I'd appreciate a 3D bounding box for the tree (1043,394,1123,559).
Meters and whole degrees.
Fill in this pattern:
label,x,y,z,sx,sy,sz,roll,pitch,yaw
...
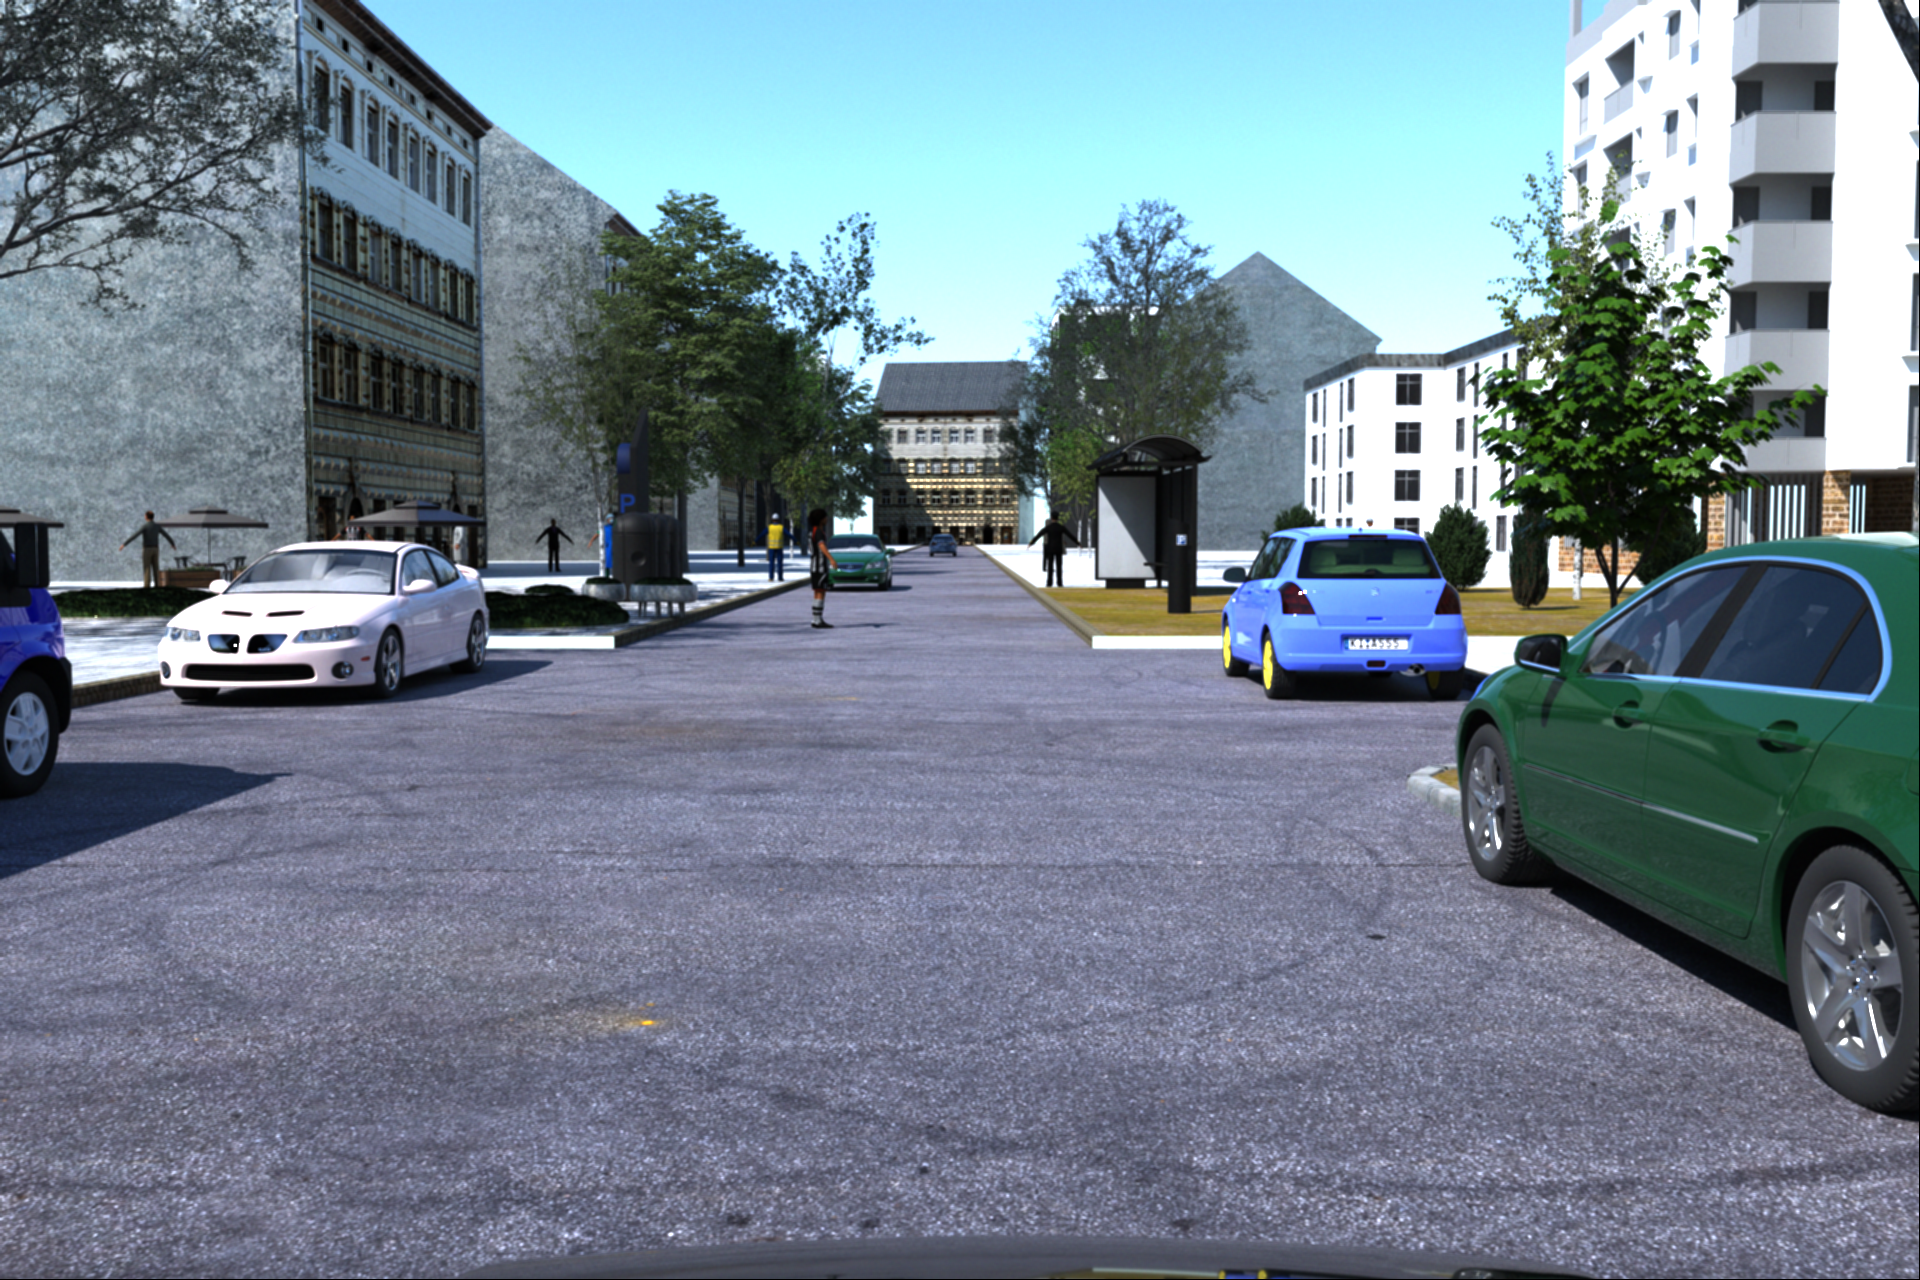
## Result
label,x,y,z,sx,sy,sz,roll,pitch,yaw
tree,6.600,-8.536,89.932,4.737,8.622,4.395,0,3,0

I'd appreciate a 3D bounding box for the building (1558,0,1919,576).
label,x,y,z,sx,sy,sz,roll,pitch,yaw
building,25.468,-12.267,56.988,16.016,20.090,11.380,0,3,0

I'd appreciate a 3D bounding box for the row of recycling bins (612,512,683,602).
label,x,y,z,sx,sy,sz,roll,pitch,yaw
row of recycling bins,-6.099,-1.655,34.165,1.069,1.692,3.534,0,4,1

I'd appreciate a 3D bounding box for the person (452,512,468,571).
label,x,y,z,sx,sy,sz,roll,pitch,yaw
person,-11.942,-2.144,41.239,0.705,1.806,1.347,-1,4,-20

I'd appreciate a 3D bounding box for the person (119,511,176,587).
label,x,y,z,sx,sy,sz,roll,pitch,yaw
person,-18.180,-1.994,38.872,0.705,1.796,1.348,2,4,33

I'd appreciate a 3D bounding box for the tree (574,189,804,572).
label,x,y,z,sx,sy,sz,roll,pitch,yaw
tree,-9.005,-8.514,57.331,7.486,12.596,7.792,0,3,0

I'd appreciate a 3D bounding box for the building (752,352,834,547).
label,x,y,z,sx,sy,sz,roll,pitch,yaw
building,-28.938,-21.313,192.447,27.936,21.610,32.646,0,4,-1

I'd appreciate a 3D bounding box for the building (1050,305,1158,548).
label,x,y,z,sx,sy,sz,roll,pitch,yaw
building,22.666,-19.999,170.960,27.936,21.610,32.646,0,4,0

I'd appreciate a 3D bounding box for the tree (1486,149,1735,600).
label,x,y,z,sx,sy,sz,roll,pitch,yaw
tree,12.243,-5.083,33.476,4.737,8.622,4.395,0,3,0

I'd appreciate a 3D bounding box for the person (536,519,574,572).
label,x,y,z,sx,sy,sz,roll,pitch,yaw
person,-13.846,-3.233,59.080,1.346,1.802,0.704,-2,4,-32

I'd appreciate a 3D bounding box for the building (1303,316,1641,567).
label,x,y,z,sx,sy,sz,roll,pitch,yaw
building,23.226,-8.473,80.687,9.099,9.664,28.070,0,4,0

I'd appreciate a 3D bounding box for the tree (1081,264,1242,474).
label,x,y,z,sx,sy,sz,roll,pitch,yaw
tree,5.997,-5.911,47.011,4.360,8.622,3.978,0,3,0

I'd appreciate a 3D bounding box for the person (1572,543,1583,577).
label,x,y,z,sx,sy,sz,roll,pitch,yaw
person,18.409,-2.800,51.560,0.705,1.856,1.354,2,4,24

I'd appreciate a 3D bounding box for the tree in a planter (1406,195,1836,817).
label,x,y,z,sx,sy,sz,roll,pitch,yaw
tree in a planter,3.488,-0.732,9.193,1.991,3.239,1.994,0,4,-1

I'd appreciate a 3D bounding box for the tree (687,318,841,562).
label,x,y,z,sx,sy,sz,roll,pitch,yaw
tree,-9.031,-9.511,81.253,9.928,11.665,9.643,0,3,0

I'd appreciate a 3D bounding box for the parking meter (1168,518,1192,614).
label,x,y,z,sx,sy,sz,roll,pitch,yaw
parking meter,3.557,-1.200,28.035,0.372,1.533,0.369,0,3,0

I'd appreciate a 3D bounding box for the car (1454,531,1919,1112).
label,x,y,z,sx,sy,sz,roll,pitch,yaw
car,3.104,0.370,5.742,2.131,1.459,4.920,0,4,-1

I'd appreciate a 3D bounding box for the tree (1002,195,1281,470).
label,x,y,z,sx,sy,sz,roll,pitch,yaw
tree,6.401,-9.315,62.669,12.009,13.543,11.850,0,3,0

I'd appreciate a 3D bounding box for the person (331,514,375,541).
label,x,y,z,sx,sy,sz,roll,pitch,yaw
person,-16.282,-2.468,46.489,1.345,1.843,0.704,0,4,-7

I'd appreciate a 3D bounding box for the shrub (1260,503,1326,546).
label,x,y,z,sx,sy,sz,roll,pitch,yaw
shrub,8.073,-2.291,41.503,1.661,2.075,1.752,0,3,0

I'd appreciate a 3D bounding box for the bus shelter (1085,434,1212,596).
label,x,y,z,sx,sy,sz,roll,pitch,yaw
bus shelter,4.024,-2.693,37.950,2.014,3.302,5.546,0,4,-2

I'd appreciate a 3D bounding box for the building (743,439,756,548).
label,x,y,z,sx,sy,sz,roll,pitch,yaw
building,-29.503,-20.277,162.465,19.493,23.208,18.063,0,4,0

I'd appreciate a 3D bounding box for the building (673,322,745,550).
label,x,y,z,sx,sy,sz,roll,pitch,yaw
building,-28.259,-19.155,144.114,19.493,23.208,18.063,0,4,-1

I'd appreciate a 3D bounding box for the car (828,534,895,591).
label,x,y,z,sx,sy,sz,roll,pitch,yaw
car,-2.726,-2.032,45.026,2.131,1.459,4.920,0,4,0

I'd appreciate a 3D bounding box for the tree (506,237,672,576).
label,x,y,z,sx,sy,sz,roll,pitch,yaw
tree,-8.885,-5.688,43.361,4.360,8.622,3.978,0,3,0

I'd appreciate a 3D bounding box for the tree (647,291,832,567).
label,x,y,z,sx,sy,sz,roll,pitch,yaw
tree,-8.805,-8.147,67.614,8.767,10.594,7.601,2,4,29

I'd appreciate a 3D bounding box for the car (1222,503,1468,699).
label,x,y,z,sx,sy,sz,roll,pitch,yaw
car,3.504,-0.412,16.326,1.945,1.707,3.694,0,4,0

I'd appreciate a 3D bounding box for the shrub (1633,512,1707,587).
label,x,y,z,sx,sy,sz,roll,pitch,yaw
shrub,15.593,-2.057,38.052,1.690,2.028,1.600,0,3,0

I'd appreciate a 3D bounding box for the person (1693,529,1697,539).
label,x,y,z,sx,sy,sz,roll,pitch,yaw
person,17.480,-2.168,41.632,0.705,1.806,1.347,0,4,6

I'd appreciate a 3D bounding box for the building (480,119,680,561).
label,x,y,z,sx,sy,sz,roll,pitch,yaw
building,-25.707,-15.854,90.140,19.493,23.208,18.063,0,4,0

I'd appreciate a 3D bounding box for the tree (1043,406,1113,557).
label,x,y,z,sx,sy,sz,roll,pitch,yaw
tree,6.651,-8.944,96.603,4.737,8.622,4.395,0,3,0

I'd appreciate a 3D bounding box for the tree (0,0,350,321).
label,x,y,z,sx,sy,sz,roll,pitch,yaw
tree,-12.265,-6.676,19.516,12.009,13.543,11.850,0,3,0

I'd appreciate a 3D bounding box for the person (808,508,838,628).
label,x,y,z,sx,sy,sz,roll,pitch,yaw
person,-2.119,-1.091,26.437,0.704,1.843,1.345,-1,4,-17

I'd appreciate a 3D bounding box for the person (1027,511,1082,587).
label,x,y,z,sx,sy,sz,roll,pitch,yaw
person,2.303,-2.209,42.056,1.347,1.837,0.705,0,4,0

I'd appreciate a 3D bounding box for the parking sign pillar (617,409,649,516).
label,x,y,z,sx,sy,sz,roll,pitch,yaw
parking sign pillar,-6.931,-2.954,36.775,1.447,3.967,1.447,0,4,1

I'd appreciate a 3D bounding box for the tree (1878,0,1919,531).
label,x,y,z,sx,sy,sz,roll,pitch,yaw
tree,8.125,-9.847,16.888,12.611,20.169,13.585,0,3,0

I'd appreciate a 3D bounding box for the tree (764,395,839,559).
label,x,y,z,sx,sy,sz,roll,pitch,yaw
tree,-8.400,-8.463,88.726,4.737,8.622,4.395,0,3,0

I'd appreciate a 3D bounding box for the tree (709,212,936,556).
label,x,y,z,sx,sy,sz,roll,pitch,yaw
tree,-7.808,-14.994,101.045,12.611,20.169,13.585,0,3,0

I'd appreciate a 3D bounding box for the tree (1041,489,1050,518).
label,x,y,z,sx,sy,sz,roll,pitch,yaw
tree,12.607,-16.127,214.040,4.360,8.622,3.978,0,3,0

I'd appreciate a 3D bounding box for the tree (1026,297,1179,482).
label,x,y,z,sx,sy,sz,roll,pitch,yaw
tree,6.778,-9.169,75.665,9.928,11.665,9.643,0,3,0

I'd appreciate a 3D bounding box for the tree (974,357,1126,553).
label,x,y,z,sx,sy,sz,roll,pitch,yaw
tree,6.315,-12.774,119.219,12.009,13.543,11.850,0,3,0

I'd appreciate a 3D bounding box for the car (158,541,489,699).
label,x,y,z,sx,sy,sz,roll,pitch,yaw
car,-5.880,-0.256,16.540,2.083,1.381,4.827,0,4,0

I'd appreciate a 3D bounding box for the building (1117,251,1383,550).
label,x,y,z,sx,sy,sz,roll,pitch,yaw
building,23.154,-19.139,143.846,19.493,23.208,18.063,0,4,0

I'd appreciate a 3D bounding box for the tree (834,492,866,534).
label,x,y,z,sx,sy,sz,roll,pitch,yaw
tree,-13.016,-16.067,213.063,4.360,8.622,3.978,0,3,0

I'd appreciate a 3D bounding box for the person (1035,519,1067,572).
label,x,y,z,sx,sy,sz,roll,pitch,yaw
person,3.028,-3.253,59.313,1.348,1.813,0.705,2,4,34

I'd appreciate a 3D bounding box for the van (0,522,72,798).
label,x,y,z,sx,sy,sz,roll,pitch,yaw
van,-6.008,-0.202,7.684,2.240,2.365,5.245,0,4,0

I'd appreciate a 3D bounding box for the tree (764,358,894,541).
label,x,y,z,sx,sy,sz,roll,pitch,yaw
tree,-9.398,-13.264,123.524,9.857,13.997,8.962,0,3,0

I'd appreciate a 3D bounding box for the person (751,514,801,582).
label,x,y,z,sx,sy,sz,roll,pitch,yaw
person,-4.981,-2.501,46.863,1.349,1.833,0.705,0,4,-5

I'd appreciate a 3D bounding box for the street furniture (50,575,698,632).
label,x,y,z,sx,sy,sz,roll,pitch,yaw
street furniture,-8.895,-0.667,26.538,10.072,0.657,5.734,2,4,27

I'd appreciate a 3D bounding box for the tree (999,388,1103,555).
label,x,y,z,sx,sy,sz,roll,pitch,yaw
tree,6.096,-10.515,106.325,7.601,10.594,8.767,1,4,17

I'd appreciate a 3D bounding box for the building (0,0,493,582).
label,x,y,z,sx,sy,sz,roll,pitch,yaw
building,-26.845,-13.701,54.940,19.493,23.208,18.063,0,4,-1

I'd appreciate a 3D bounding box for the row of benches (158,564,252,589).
label,x,y,z,sx,sy,sz,roll,pitch,yaw
row of benches,-14.467,-1.268,36.195,4.104,0.672,1.422,-3,4,-36

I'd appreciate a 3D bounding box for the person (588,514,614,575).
label,x,y,z,sx,sy,sz,roll,pitch,yaw
person,-9.199,-2.421,45.713,1.347,1.817,0.704,-2,4,-33

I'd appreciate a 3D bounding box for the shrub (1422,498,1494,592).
label,x,y,z,sx,sy,sz,roll,pitch,yaw
shrub,10.960,-2.105,38.453,1.661,2.075,1.752,0,3,0

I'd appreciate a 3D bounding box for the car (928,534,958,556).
label,x,y,z,sx,sy,sz,roll,pitch,yaw
car,-1.090,-6.123,112.116,2.014,1.417,4.499,0,4,0

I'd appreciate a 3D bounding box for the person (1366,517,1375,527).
label,x,y,z,sx,sy,sz,roll,pitch,yaw
person,11.949,-2.675,50.194,1.216,1.772,0.721,-3,5,-42

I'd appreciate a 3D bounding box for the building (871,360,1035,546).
label,x,y,z,sx,sy,sz,roll,pitch,yaw
building,-0.468,-23.610,219.406,18.063,23.208,19.493,1,4,8
